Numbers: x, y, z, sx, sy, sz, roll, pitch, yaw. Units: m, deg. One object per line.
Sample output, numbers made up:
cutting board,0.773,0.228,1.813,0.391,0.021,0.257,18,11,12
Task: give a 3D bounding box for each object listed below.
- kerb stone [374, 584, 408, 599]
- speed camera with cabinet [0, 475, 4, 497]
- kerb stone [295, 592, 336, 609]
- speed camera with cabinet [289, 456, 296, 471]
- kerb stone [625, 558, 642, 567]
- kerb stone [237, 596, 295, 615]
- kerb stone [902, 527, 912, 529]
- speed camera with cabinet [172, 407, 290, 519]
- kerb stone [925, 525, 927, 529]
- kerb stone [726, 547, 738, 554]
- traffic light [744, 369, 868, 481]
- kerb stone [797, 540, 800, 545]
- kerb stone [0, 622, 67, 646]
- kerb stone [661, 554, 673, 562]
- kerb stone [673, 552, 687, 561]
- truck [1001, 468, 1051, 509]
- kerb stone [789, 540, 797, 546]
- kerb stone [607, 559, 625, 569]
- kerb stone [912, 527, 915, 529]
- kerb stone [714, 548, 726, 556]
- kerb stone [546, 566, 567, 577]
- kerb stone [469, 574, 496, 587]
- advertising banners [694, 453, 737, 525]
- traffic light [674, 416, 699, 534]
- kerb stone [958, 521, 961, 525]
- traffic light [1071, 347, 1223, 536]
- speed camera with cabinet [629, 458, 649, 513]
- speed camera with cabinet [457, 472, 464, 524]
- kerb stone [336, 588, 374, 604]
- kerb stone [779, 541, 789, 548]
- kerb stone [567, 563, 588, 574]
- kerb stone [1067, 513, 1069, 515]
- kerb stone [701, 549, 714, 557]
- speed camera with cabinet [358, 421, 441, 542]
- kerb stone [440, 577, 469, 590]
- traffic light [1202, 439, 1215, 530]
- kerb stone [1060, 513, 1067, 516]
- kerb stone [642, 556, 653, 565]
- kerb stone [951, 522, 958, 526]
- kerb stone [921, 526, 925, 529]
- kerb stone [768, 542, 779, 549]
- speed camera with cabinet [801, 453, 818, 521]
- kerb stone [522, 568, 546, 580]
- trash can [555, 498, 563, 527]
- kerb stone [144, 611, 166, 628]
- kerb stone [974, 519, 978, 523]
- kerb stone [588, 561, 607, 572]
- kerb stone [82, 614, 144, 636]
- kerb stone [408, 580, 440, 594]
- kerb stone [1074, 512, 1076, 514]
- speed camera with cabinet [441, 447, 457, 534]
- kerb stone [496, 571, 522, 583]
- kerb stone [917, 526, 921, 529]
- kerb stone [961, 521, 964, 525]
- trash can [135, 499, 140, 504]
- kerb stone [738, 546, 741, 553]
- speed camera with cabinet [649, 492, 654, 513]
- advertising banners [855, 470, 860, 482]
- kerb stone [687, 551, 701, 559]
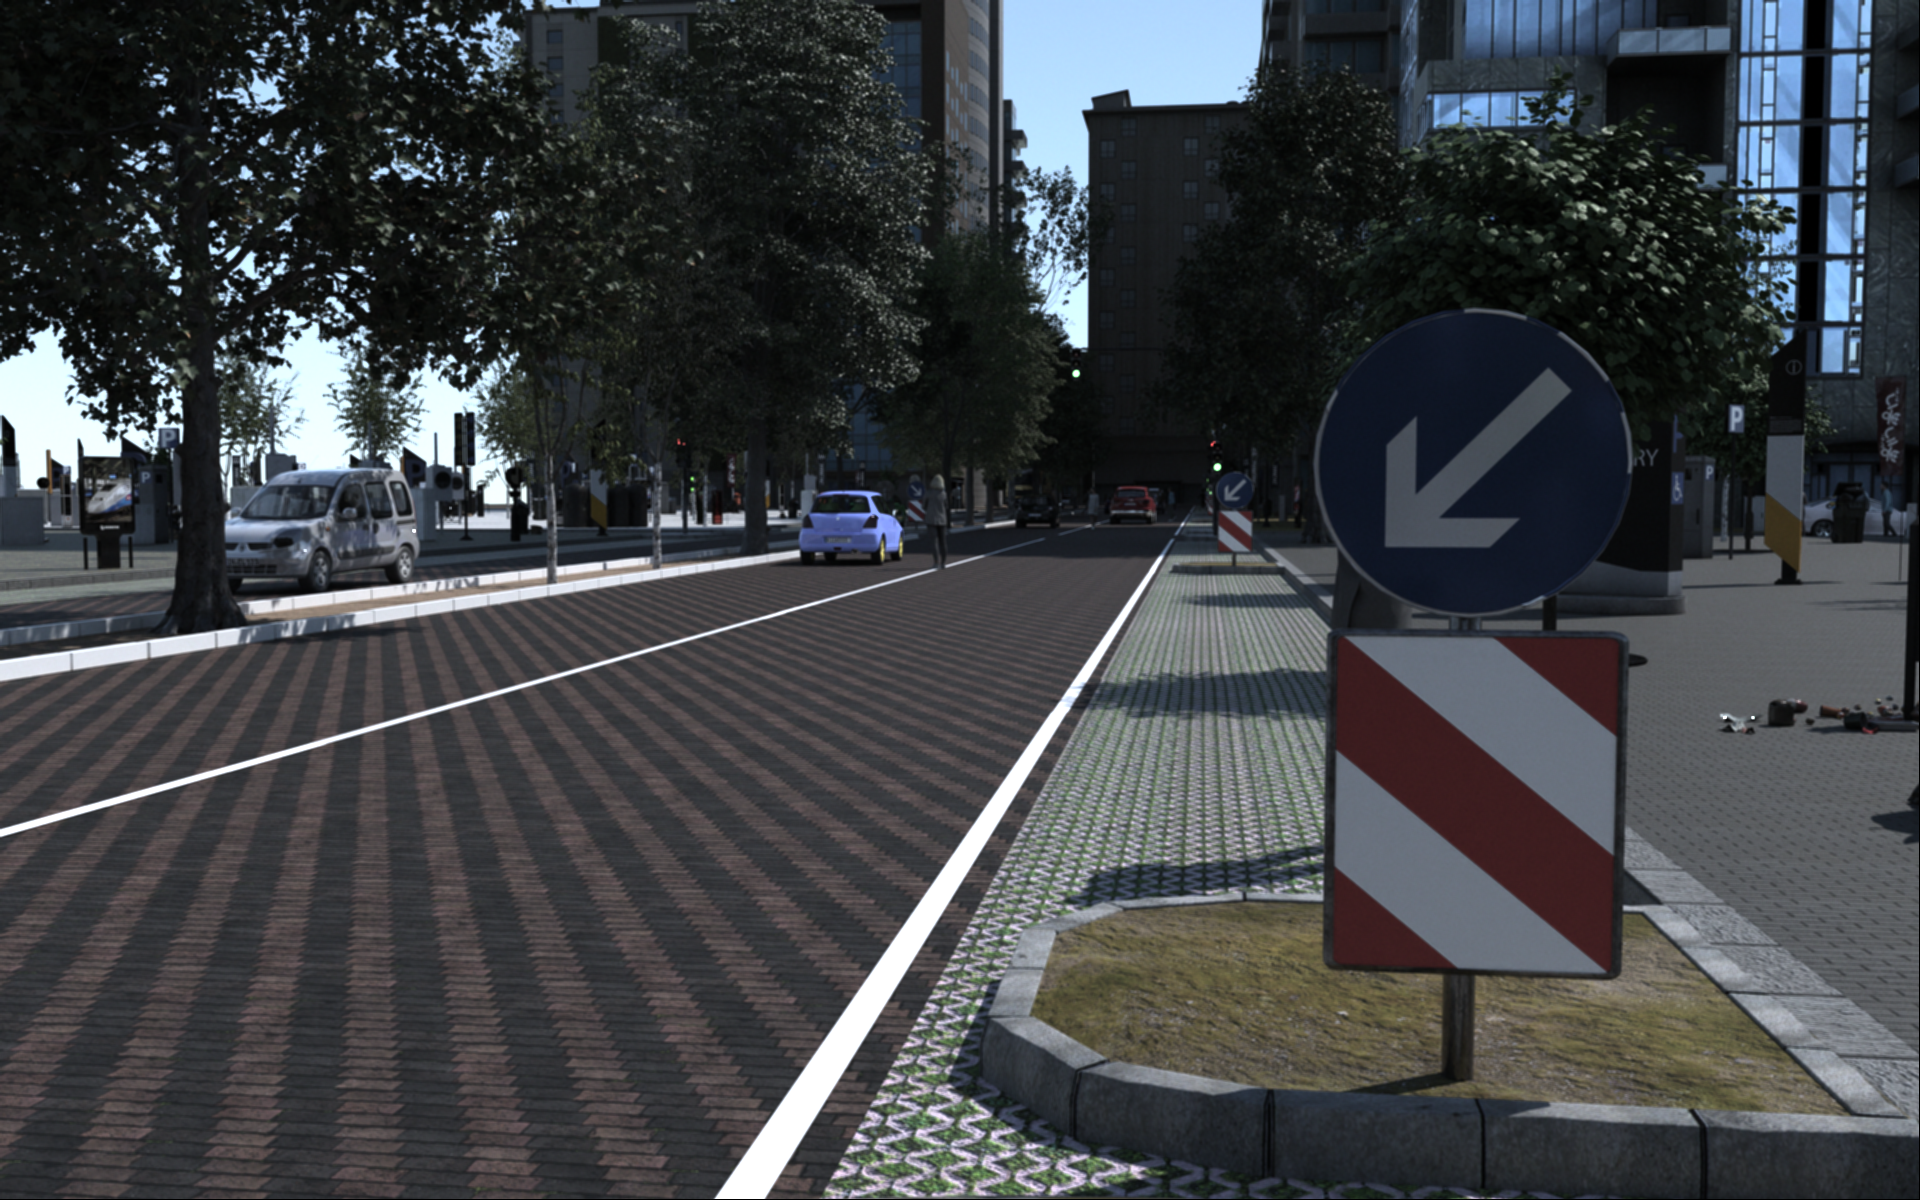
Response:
kerb stone,-7.954,-0.106,23.963,0.120,0.150,1.000,0,4,8
speed camera with cabinet,-45.021,-5.409,82.777,0.660,3.252,2.038,1,4,21
kerb stone,-8.239,0.016,21.939,0.120,0.150,1.000,0,4,8
speed camera with cabinet,-15.307,-2.726,38.904,0.660,3.252,2.038,-1,4,-16
kerb stone,-6.537,-0.730,34.137,0.120,0.150,1.000,0,4,8
kerb stone,-8.380,0.079,20.927,0.120,0.150,1.000,0,4,8
kerb stone,-2.052,-2.686,66.106,0.120,0.150,1.000,0,4,8
speed camera with cabinet,-14.783,-2.491,35.066,2.038,3.252,0.660,-1,4,-14
kerb stone,-1.486,-2.932,70.187,0.120,0.150,1.000,0,4,8
kerb stone,-5.541,-1.164,41.240,0.120,0.150,1.000,0,4,8
traffic light,-5.655,-5.426,63.383,4.771,5.953,1.251,0,4,8
kerb stone,-4.542,-1.598,48.344,0.120,0.150,1.000,0,4,8
kerb stone,-8.951,0.327,16.853,0.120,0.150,1.000,0,4,8
kerb stone,-6.248,-0.853,36.165,0.120,0.150,1.000,0,4,8
kerb stone,-6.113,-0.917,37.181,0.120,0.150,1.000,0,4,8
truck,5.257,-8.391,133.111,3.469,3.379,9.791,1,4,9
kerb stone,-4.686,-1.537,47.328,0.120,0.150,1.000,0,4,8
kerb stone,-6.671,-0.665,33.116,0.120,0.150,1.000,0,4,8
kerb stone,-1.913,-2.747,67.135,0.120,0.150,1.000,0,4,8
kerb stone,-5.679,-1.103,40.228,0.120,0.150,1.000,0,4,8
kerb stone,-7.100,-0.481,30.058,0.120,0.150,1.000,0,4,8
kerb stone,-7.533,-0.294,27.002,0.120,0.150,1.000,0,4,8
advertising banners,-10.279,-4.703,73.086,2.074,3.025,0.090,-3,4,-38
traffic light,-8.846,-4.086,55.729,0.839,4.253,0.868,0,4,8
kerb stone,-0.207,-3.493,79.303,0.120,0.150,1.000,0,4,8
traffic light,5.821,-4.825,53.558,4.771,5.953,1.251,0,4,8
speed camera with cabinet,-18.275,-6.155,94.973,2.038,3.252,0.660,-1,4,-9
speed camera with cabinet,-21.864,-4.793,72.695,2.038,3.252,0.660,-1,4,-21
kerb stone,-8.099,-0.046,22.951,0.120,0.150,1.000,0,4,8
kerb stone,-4.826,-1.475,46.310,0.120,0.150,1.000,0,4,8
kerb stone,-6.955,-0.543,31.070,0.120,0.150,1.000,0,4,8
kerb stone,6.977,-5.707,115.505,0.120,0.150,1.000,0,4,8
kerb stone,-5.821,-1.041,39.213,0.120,0.150,1.000,0,4,8
speed camera with cabinet,-15.341,-3.234,47.209,2.038,3.252,0.660,1,4,15
kerb stone,-7.674,-0.232,25.990,0.120,0.150,1.000,0,4,8
traffic light,9.012,-4.428,61.317,0.839,4.253,0.868,0,4,8
kerb stone,6.837,-5.645,114.493,0.120,0.150,1.000,0,4,8
kerb stone,-6.393,-0.787,35.153,0.120,0.150,1.000,0,4,8
kerb stone,-0.351,-3.428,78.289,0.120,0.150,1.000,0,4,8
kerb stone,-1.625,-2.873,69.172,0.120,0.150,1.000,0,4,8
kerb stone,-4.974,-1.413,45.297,0.120,0.150,1.000,0,4,8
speed camera with cabinet,-7.184,-5.401,82.639,0.660,3.252,2.038,0,4,2
kerb stone,-7.239,-0.419,29.046,0.120,0.150,1.000,0,4,8
trash can,-15.664,-3.419,67.557,0.748,1.137,0.748,0,3,0
kerb stone,-8.667,0.202,18.886,0.120,0.150,1.000,0,4,8
kerb stone,0.643,-3.861,85.386,0.120,0.150,1.000,0,4,8
kerb stone,-6.822,-0.605,32.086,0.120,0.150,1.000,0,4,8
kerb stone,-8.807,0.268,17.867,0.120,0.150,1.000,0,4,8
kerb stone,-7.815,-0.170,24.978,0.120,0.150,1.000,0,4,8
kerb stone,7.840,-6.079,121.596,0.120,0.150,1.000,0,4,8
speed camera with cabinet,-17.157,-3.704,54.903,2.038,3.252,0.660,-3,5,-42
kerb stone,-7.389,-0.357,28.028,0.120,0.150,1.000,0,4,8
kerb stone,-1.771,-2.808,68.158,0.120,0.150,1.000,0,4,8
kerb stone,-0.061,-3.546,80.317,0.120,0.150,1.000,0,4,8
trash can,-22.665,-2.200,47.630,0.748,1.137,0.748,0,3,0
kerb stone,-5.391,-1.219,42.252,0.120,0.150,1.000,0,4,8
speed camera with cabinet,-20.929,-7.491,116.818,0.660,3.252,2.038,2,4,27
advertising banners,-8.069,-7.904,125.417,2.074,3.025,0.090,1,4,17
kerb stone,-5.966,-0.976,38.199,0.120,0.150,1.000,0,4,8
